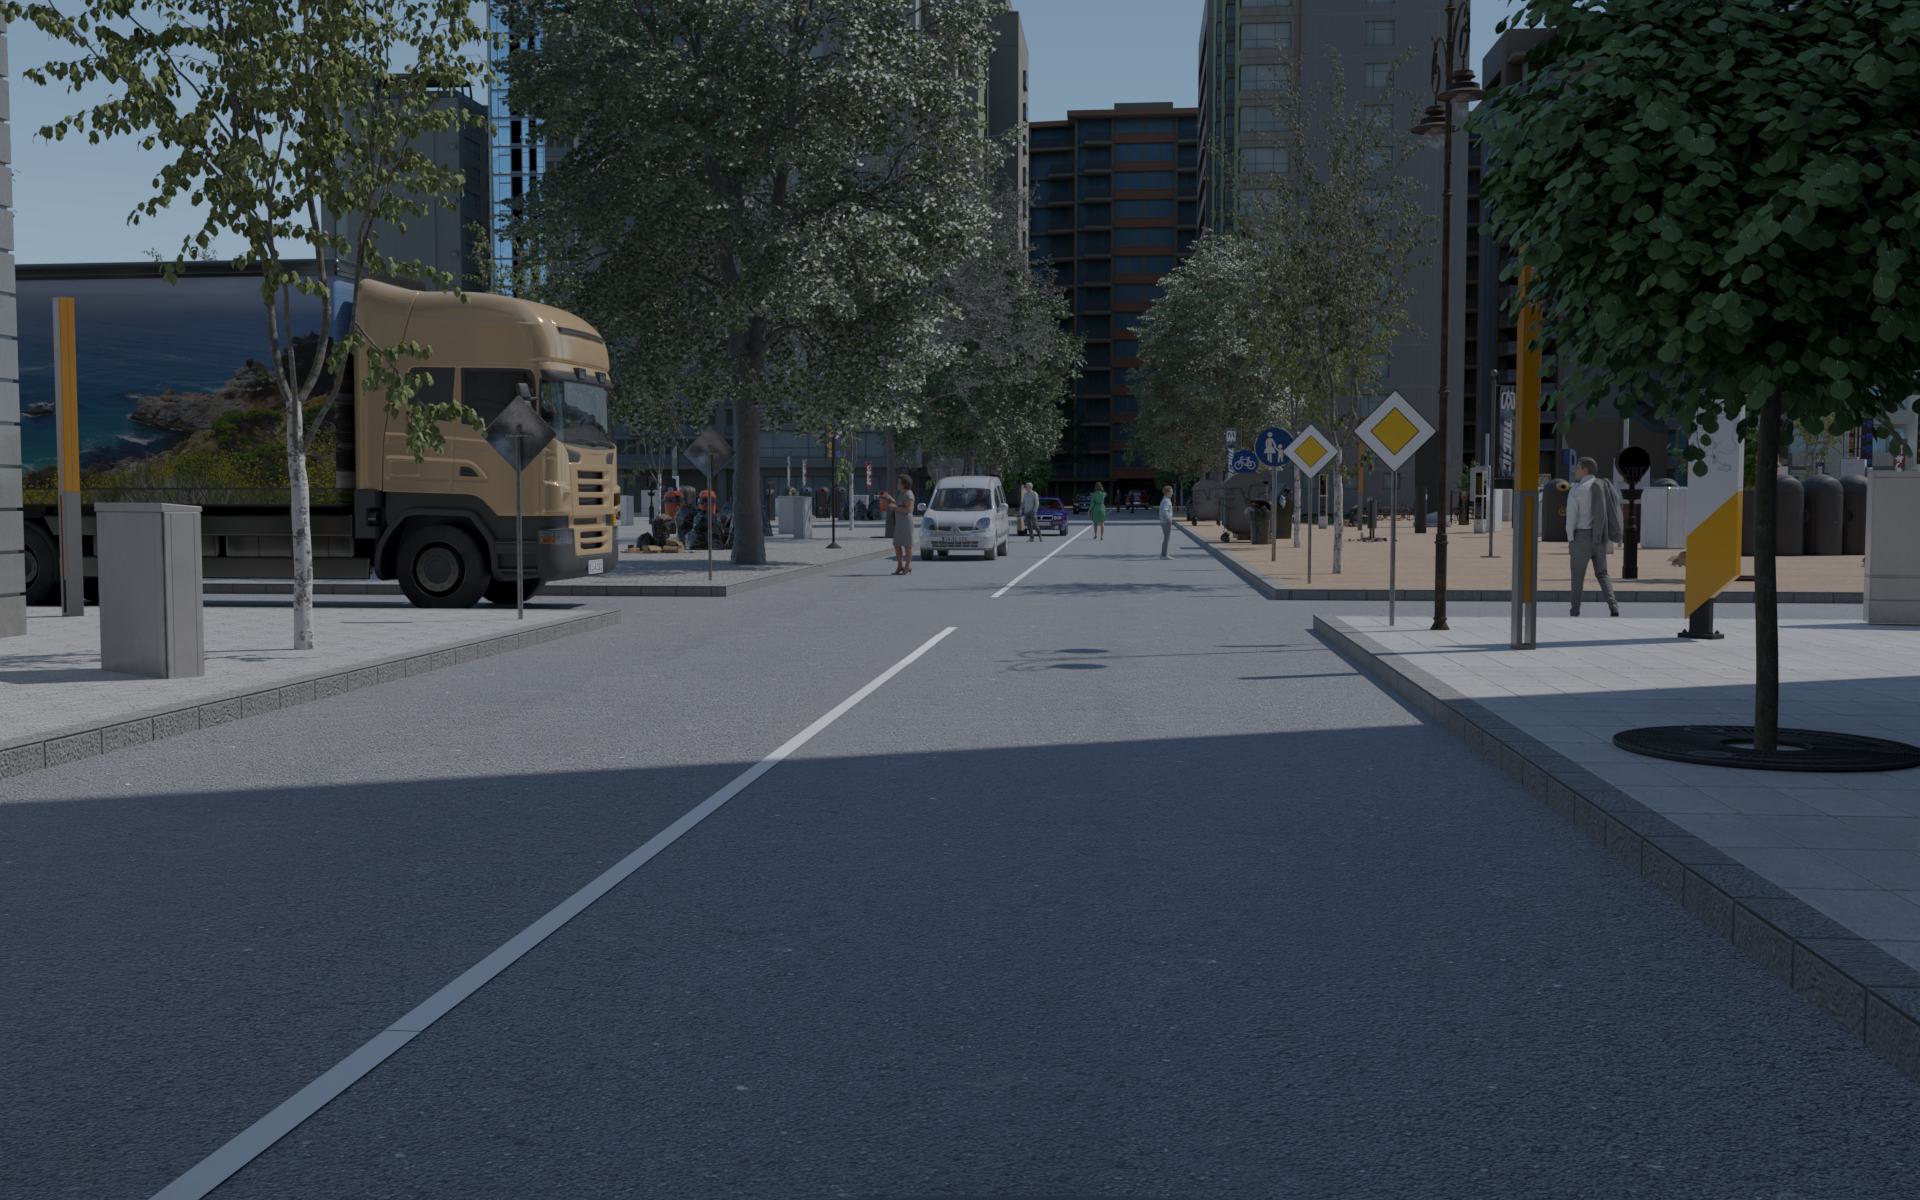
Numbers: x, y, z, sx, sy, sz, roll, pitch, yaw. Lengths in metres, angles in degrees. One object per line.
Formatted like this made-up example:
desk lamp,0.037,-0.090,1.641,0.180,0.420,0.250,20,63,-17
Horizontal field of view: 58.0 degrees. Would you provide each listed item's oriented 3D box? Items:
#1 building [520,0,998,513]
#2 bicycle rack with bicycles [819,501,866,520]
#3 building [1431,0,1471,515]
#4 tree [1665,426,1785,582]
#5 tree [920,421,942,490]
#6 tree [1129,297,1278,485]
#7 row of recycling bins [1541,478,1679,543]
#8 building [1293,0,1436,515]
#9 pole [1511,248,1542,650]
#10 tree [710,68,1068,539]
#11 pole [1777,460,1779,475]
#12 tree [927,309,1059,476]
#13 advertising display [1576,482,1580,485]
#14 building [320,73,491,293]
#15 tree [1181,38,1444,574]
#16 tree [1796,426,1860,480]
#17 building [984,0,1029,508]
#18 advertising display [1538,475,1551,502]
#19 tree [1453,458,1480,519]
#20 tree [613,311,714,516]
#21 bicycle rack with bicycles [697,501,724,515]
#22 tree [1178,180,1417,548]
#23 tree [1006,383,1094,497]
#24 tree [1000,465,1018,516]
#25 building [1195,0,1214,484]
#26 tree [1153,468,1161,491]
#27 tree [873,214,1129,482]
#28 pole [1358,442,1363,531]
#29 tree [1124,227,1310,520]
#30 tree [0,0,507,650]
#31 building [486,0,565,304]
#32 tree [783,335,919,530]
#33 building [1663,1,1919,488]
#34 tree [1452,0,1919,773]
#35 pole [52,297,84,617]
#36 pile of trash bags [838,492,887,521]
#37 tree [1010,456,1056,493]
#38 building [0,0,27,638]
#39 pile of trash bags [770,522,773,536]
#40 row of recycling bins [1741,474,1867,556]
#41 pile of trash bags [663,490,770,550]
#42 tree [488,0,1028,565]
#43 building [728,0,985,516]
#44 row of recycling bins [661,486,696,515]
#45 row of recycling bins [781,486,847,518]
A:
building,-13.294,-26.665,127.856,32.217,40.220,23.993,0,4,6
bicycle rack with bicycles,-6.047,-4.562,87.968,2.852,0.926,2.925,0,4,0
building,24.911,-26.279,113.257,14.154,41.232,14.086,0,4,6
tree,11.641,-1.915,25.918,1.663,3.219,1.824,0,3,0
tree,-0.886,-8.916,96.138,4.737,8.622,4.395,0,3,0
tree,13.719,-11.092,98.368,9.611,12.733,9.660,0,3,0
row of recycling bins,17.363,-2.395,46.270,3.534,1.692,1.069,2,4,29
building,26.133,-27.136,127.265,14.154,41.232,14.086,0,4,6
pole,4.664,-1.248,14.242,0.158,3.312,0.155,0,3,0
tree,-1.991,-8.533,49.877,12.009,13.543,11.850,0,3,0
pole,23.044,-3.375,49.025,0.158,3.312,0.155,0,3,0
tree,1.184,-9.701,84.363,9.928,11.665,9.643,0,3,0
advertising display,33.806,-5.495,95.063,0.974,1.923,0.123,2,4,34
building,-53.413,-29.846,171.571,14.086,41.232,14.154,0,4,6
tree,5.891,-4.722,27.573,4.360,8.622,3.978,0,3,0
tree,39.205,-7.878,79.173,4.737,8.622,4.395,0,3,0
building,-4.692,-33.024,163.636,21.600,48.544,21.300,0,4,6
advertising display,20.040,-3.343,59.872,0.974,1.923,0.123,-2,4,-32
tree,26.909,-5.880,90.744,1.663,3.219,1.824,0,3,0
tree,-11.035,-6.923,63.558,4.360,8.622,3.978,0,3,0
bicycle rack with bicycles,-13.720,-5.070,96.275,2.925,0.926,2.852,2,4,29
tree,8.246,-5.546,41.035,4.737,8.622,4.395,0,3,0
tree,6.989,-12.238,134.502,7.601,10.594,8.767,1,4,10
tree,2.583,-6.603,102.564,1.663,3.219,1.824,0,3,0
building,32.816,-32.724,158.745,21.300,48.544,21.600,0,4,6
tree,16.801,-9.148,133.281,4.285,4.588,4.351,0,3,0
tree,0.444,-9.402,70.723,9.611,12.733,9.660,0,3,0
pole,14.056,-4.093,60.769,0.158,3.312,0.155,0,3,0
tree,12.646,-10.865,84.294,9.857,13.997,8.962,0,3,0
tree,-5.404,-3.882,13.837,4.737,8.622,4.395,0,3,0
building,-30.982,-52.062,163.886,31.000,86.520,22.319,0,4,6
tree,-4.077,-6.766,60.986,4.737,8.622,4.395,0,3,0
building,78.630,-32.673,153.812,30.456,49.044,23.786,0,4,6
tree,4.094,-1.522,8.602,4.285,4.588,4.351,0,3,0
pole,-9.314,-1.483,18.085,0.158,3.312,0.155,0,3,0
pile of trash bags,-4.432,-4.539,83.965,1.912,1.369,3.447,-3,4,-37
tree,4.920,-8.122,116.504,4.285,4.588,4.351,0,3,0
building,-23.685,-14.281,10.989,29.804,29.767,11.434,0,4,6
pile of trash bags,-7.387,-2.577,51.890,3.447,1.369,1.912,-3,5,-44
row of recycling bins,17.572,-1.781,36.235,3.534,1.692,1.069,-1,4,-14
pile of trash bags,-5.855,-1.930,41.307,1.912,1.369,3.447,-1,4,-16
tree,-3.782,-7.631,31.427,9.857,13.997,8.962,0,3,0
building,-6.005,-25.957,107.997,14.154,41.232,14.086,0,4,6
row of recycling bins,-13.846,-4.769,85.082,1.069,1.692,3.534,1,4,13
row of recycling bins,-7.828,-5.241,92.800,3.534,1.692,1.069,-1,4,-10
